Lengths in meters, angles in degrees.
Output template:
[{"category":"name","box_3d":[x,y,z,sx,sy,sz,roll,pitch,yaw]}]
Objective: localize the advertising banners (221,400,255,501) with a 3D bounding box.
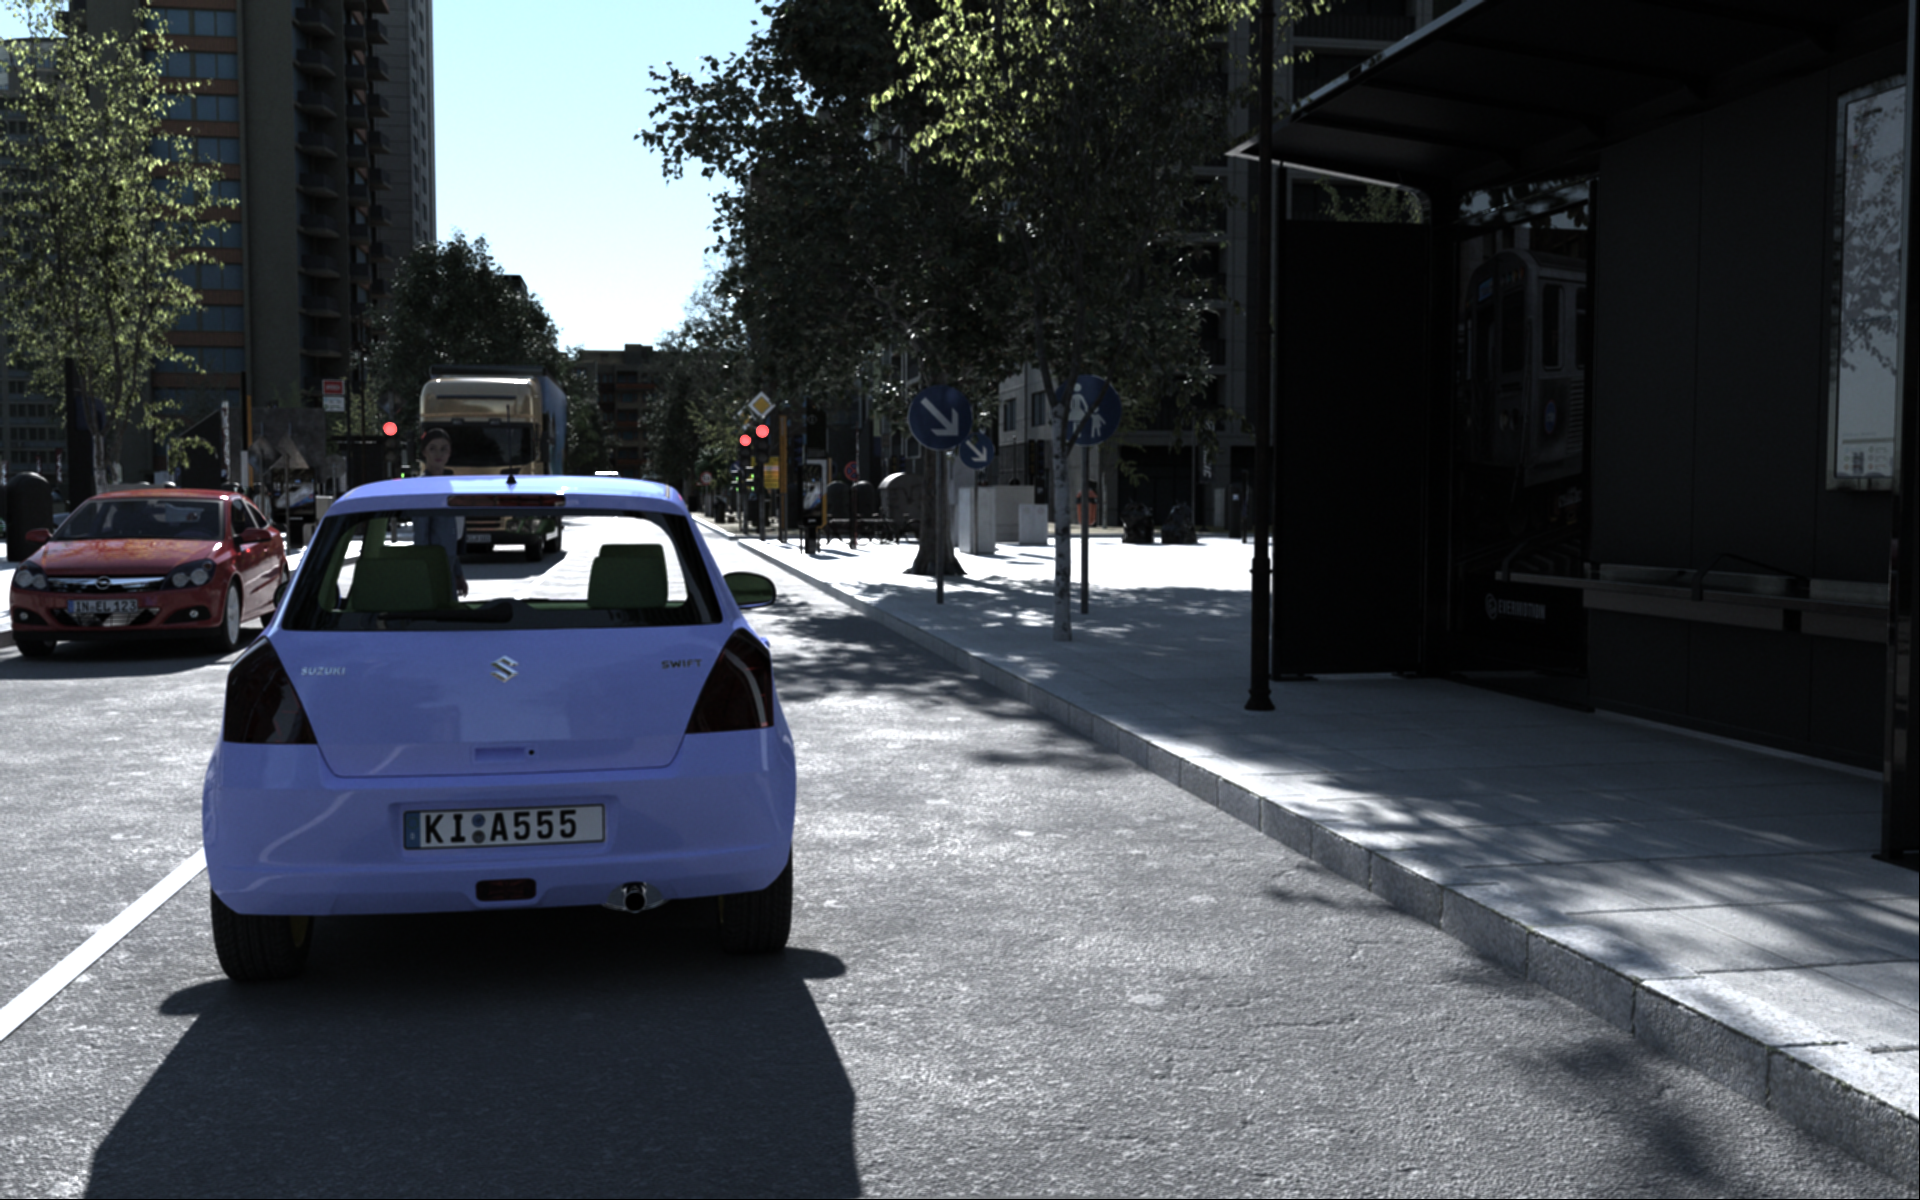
[{"category":"advertising banners","box_3d":[-13.347,-2.191,32.008,0.090,3.025,2.074,-3,4,-36]}]

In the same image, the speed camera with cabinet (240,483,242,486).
[{"category":"speed camera with cabinet","box_3d":[-47.784,-7.338,114.315,2.038,3.252,0.660,0,4,-5]}]

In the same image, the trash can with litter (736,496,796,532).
[{"category":"trash can with litter","box_3d":[-6.762,-2.992,59.972,2.233,1.210,1.678,-1,4,-17]}]

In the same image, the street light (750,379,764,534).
[{"category":"street light","box_3d":[-6.512,-5.081,55.855,0.468,5.910,1.993,-1,4,-10]}]

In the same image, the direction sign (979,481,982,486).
[{"category":"direction sign","box_3d":[0.486,-3.001,41.071,0.379,3.537,0.876,0,4,5]}]

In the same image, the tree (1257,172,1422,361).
[{"category":"tree","box_3d":[8.462,-5.324,37.407,4.737,8.622,4.395,0,3,0]}]

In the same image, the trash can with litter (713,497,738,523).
[{"category":"trash can with litter","box_3d":[-10.362,-3.981,76.471,1.055,1.170,0.624,0,4,6]}]

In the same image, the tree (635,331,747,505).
[{"category":"tree","box_3d":[-30.925,-20.987,199.032,12.611,20.169,13.585,0,3,0]}]

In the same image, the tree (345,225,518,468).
[{"category":"tree","box_3d":[-21.538,-9.619,74.284,9.611,12.733,9.660,0,3,0]}]

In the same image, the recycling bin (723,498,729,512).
[{"category":"recycling bin","box_3d":[-17.410,-7.014,127.236,0.722,1.027,0.722,0,4,4]}]

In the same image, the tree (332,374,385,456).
[{"category":"tree","box_3d":[-35.512,-9.358,103.370,4.360,8.622,3.978,0,3,0]}]

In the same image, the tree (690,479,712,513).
[{"category":"tree","box_3d":[-17.611,-7.663,119.886,1.663,3.219,1.824,0,3,0]}]

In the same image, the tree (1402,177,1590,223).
[{"category":"tree","box_3d":[10.098,-4.968,31.591,4.360,8.622,3.978,0,3,0]}]

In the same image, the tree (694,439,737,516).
[{"category":"tree","box_3d":[-14.368,-7.318,103.361,4.285,4.588,4.351,0,3,0]}]

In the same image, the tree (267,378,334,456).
[{"category":"tree","box_3d":[-42.337,-9.704,109.031,4.737,8.622,4.395,0,3,0]}]

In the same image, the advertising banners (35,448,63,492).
[{"category":"advertising banners","box_3d":[-34.160,-4.207,64.969,0.090,3.025,2.074,0,4,1]}]

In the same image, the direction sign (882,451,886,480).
[{"category":"direction sign","box_3d":[-4.047,-6.080,91.408,0.379,3.537,0.876,0,4,-8]}]

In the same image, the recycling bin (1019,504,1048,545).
[{"category":"recycling bin","box_3d":[1.862,-1.914,43.853,0.722,1.027,0.722,0,4,3]}]

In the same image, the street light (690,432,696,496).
[{"category":"street light","box_3d":[-19.737,-9.515,128.351,0.468,5.910,1.993,-1,4,-10]}]

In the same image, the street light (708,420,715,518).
[{"category":"street light","box_3d":[-13.255,-7.330,92.627,0.468,5.910,1.993,-1,4,-10]}]

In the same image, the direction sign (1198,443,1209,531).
[{"category":"direction sign","box_3d":[8.420,-4.141,59.707,0.379,3.537,0.876,3,4,37]}]

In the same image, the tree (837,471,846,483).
[{"category":"tree","box_3d":[-9.130,-8.066,126.477,1.663,3.219,1.824,0,3,0]}]

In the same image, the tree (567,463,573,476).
[{"category":"tree","box_3d":[-32.604,-9.454,138.283,4.285,4.588,4.351,0,3,0]}]

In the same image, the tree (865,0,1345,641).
[{"category":"tree","box_3d":[0.933,-3.934,14.681,4.360,8.622,3.978,0,3,0]}]

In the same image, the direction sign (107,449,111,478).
[{"category":"direction sign","box_3d":[-42.780,-5.768,86.309,0.876,3.537,0.379,-1,4,-22]}]

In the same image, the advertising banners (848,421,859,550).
[{"category":"advertising banners","box_3d":[-2.481,-2.725,40.748,0.090,3.025,2.074,0,4,2]}]

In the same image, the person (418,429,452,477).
[{"category":"person","box_3d":[-3.197,-0.117,10.441,0.654,1.822,0.581,1,4,20]}]

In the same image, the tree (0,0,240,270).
[{"category":"tree","box_3d":[-11.140,-4.390,22.137,4.360,8.622,3.978,0,3,0]}]

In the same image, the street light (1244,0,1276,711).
[{"category":"street light","box_3d":[1.787,-2.285,10.151,0.468,5.910,1.993,-1,4,-10]}]

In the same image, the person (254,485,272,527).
[{"category":"person","box_3d":[-19.260,-2.347,47.869,0.522,1.701,0.512,3,5,44]}]

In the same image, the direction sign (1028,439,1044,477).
[{"category":"direction sign","box_3d":[3.169,-4.901,72.135,0.876,3.537,0.379,-3,5,-41]}]

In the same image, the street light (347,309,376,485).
[{"category":"street light","box_3d":[-14.976,-4.324,43.477,0.468,5.910,1.993,-1,4,-10]}]

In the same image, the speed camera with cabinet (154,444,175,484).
[{"category":"speed camera with cabinet","box_3d":[-31.639,-4.596,69.475,0.660,3.252,2.038,0,4,-4]}]

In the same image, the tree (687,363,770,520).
[{"category":"tree","box_3d":[-11.366,-8.366,87.150,4.360,8.622,3.978,0,3,0]}]

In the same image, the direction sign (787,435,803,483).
[{"category":"direction sign","box_3d":[-6.453,-4.546,66.331,0.876,3.537,0.379,0,4,7]}]

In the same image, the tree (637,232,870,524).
[{"category":"tree","box_3d":[-8.391,-9.986,73.636,12.009,13.543,11.850,0,3,0]}]

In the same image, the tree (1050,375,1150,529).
[{"category":"tree","box_3d":[5.306,-6.903,63.224,4.737,8.622,4.395,0,3,0]}]

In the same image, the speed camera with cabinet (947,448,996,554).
[{"category":"speed camera with cabinet","box_3d":[0.228,-2.658,37.798,0.660,3.252,2.038,-1,4,-16]}]

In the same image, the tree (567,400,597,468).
[{"category":"tree","box_3d":[-30.868,-11.970,130.114,7.601,10.594,8.767,-2,4,-27]}]

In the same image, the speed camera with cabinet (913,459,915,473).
[{"category":"speed camera with cabinet","box_3d":[-2.682,-6.277,96.957,0.660,3.252,2.038,1,4,23]}]

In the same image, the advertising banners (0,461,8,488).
[{"category":"advertising banners","box_3d":[-50.114,-5.724,89.779,2.074,3.025,0.090,1,4,16]}]

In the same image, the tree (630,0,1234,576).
[{"category":"tree","box_3d":[-0.311,-6.741,27.218,9.611,12.733,9.660,0,3,0]}]

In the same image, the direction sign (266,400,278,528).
[{"category":"direction sign","box_3d":[-16.703,-3.066,42.129,0.379,3.537,0.876,-3,4,-38]}]

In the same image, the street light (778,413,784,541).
[{"category":"street light","box_3d":[-4.870,-4.532,46.889,0.468,5.910,1.993,-1,4,-10]}]

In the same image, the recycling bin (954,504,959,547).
[{"category":"recycling bin","box_3d":[0.136,-1.820,42.310,0.722,1.027,0.722,2,4,25]}]

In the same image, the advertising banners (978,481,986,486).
[{"category":"advertising banners","box_3d":[1.670,-4.986,77.716,2.074,3.025,0.090,0,4,-4]}]

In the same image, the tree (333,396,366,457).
[{"category":"tree","box_3d":[-43.623,-10.529,122.508,4.737,8.622,4.395,0,3,0]}]

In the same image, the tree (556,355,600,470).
[{"category":"tree","box_3d":[-29.339,-11.821,119.030,9.928,11.665,9.643,0,3,0]}]

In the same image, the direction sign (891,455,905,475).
[{"category":"direction sign","box_3d":[-3.620,-6.686,101.315,0.876,3.537,0.379,1,4,16]}]
